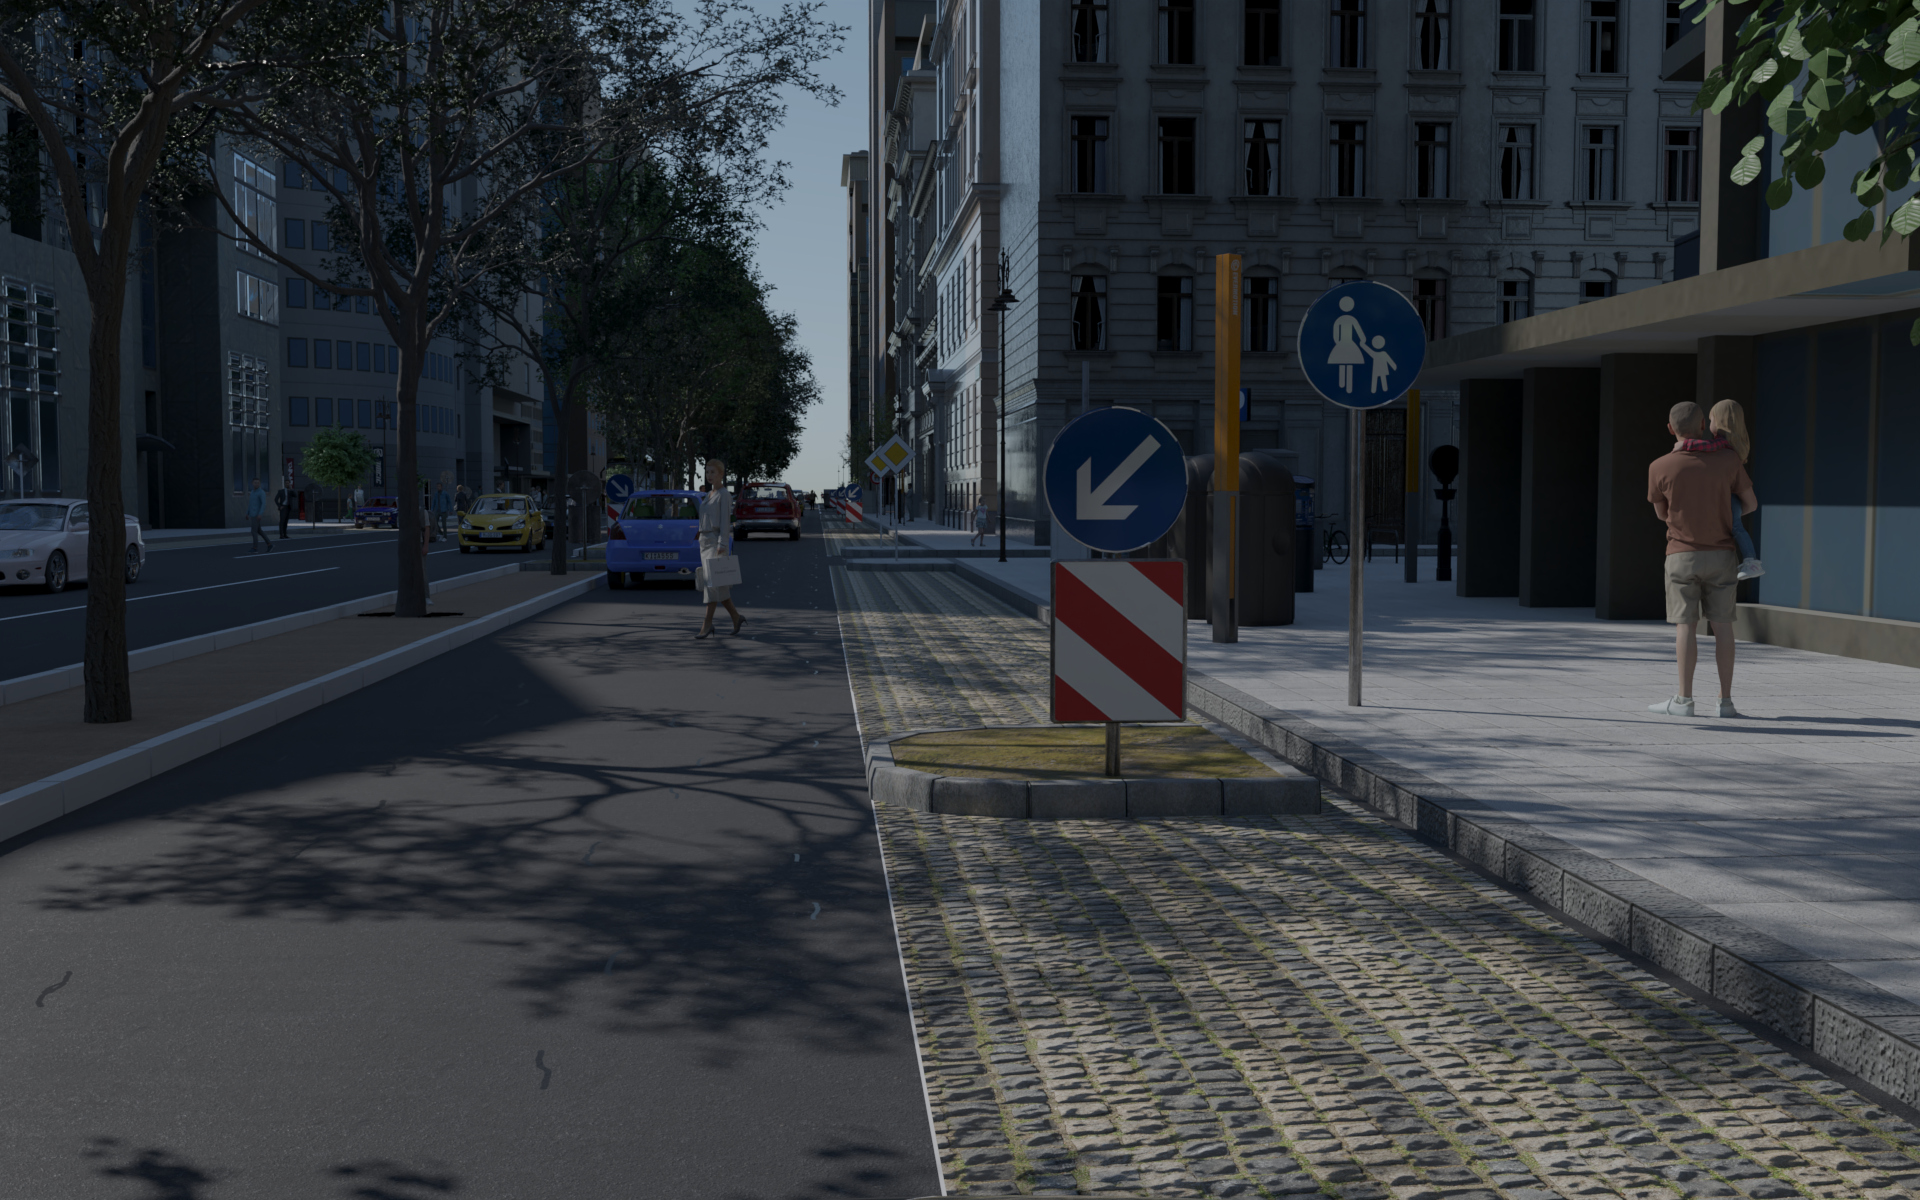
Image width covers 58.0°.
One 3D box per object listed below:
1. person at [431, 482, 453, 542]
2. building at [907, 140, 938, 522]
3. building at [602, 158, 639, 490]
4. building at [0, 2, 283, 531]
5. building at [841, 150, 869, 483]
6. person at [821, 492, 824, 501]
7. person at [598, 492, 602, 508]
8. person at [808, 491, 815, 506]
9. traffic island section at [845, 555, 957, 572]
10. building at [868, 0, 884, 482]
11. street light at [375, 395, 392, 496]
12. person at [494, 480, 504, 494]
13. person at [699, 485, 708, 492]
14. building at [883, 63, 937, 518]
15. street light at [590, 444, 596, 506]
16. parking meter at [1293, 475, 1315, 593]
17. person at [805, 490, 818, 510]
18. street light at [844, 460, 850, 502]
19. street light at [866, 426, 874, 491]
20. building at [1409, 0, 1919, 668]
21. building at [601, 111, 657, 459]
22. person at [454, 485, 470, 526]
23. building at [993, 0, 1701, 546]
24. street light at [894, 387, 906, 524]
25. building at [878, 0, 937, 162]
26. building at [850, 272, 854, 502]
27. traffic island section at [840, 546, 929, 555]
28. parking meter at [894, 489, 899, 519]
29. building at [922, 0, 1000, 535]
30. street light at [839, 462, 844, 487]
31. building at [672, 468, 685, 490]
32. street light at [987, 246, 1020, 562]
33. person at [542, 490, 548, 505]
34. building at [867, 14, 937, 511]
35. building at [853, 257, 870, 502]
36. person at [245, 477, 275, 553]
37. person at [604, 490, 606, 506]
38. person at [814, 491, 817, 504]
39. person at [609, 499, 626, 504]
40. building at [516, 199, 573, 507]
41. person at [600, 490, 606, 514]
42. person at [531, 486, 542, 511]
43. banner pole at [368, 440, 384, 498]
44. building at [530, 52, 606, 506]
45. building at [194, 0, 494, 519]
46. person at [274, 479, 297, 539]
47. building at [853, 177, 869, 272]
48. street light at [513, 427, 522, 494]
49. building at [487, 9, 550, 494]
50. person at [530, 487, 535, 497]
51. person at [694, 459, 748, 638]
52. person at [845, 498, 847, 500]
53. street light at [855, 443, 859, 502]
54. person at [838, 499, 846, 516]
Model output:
[{"bbox_3d":[-15.623,-2.653,52.228,0.601,1.785,0.444,1,4,17],"label":"person"},{"bbox_3d":[3.243,-13.409,83.867,10.561,19.102,19.286,0,4,-5],"label":"building"},{"bbox_3d":[-45.579,-31.847,204.292,14.154,41.232,14.086,0,4,-5],"label":"building"},{"bbox_3d":[-35.498,-45.217,51.965,22.319,86.520,31.000,0,4,-5],"label":"building"},{"bbox_3d":[-3.395,-41.147,261.986,28.713,52.752,27.495,0,4,-5],"label":"building"},{"bbox_3d":[-21.833,-16.279,275.115,0.683,1.767,0.568,0,4,1],"label":"person"},{"bbox_3d":[-34.067,-9.658,163.952,0.705,1.824,1.348,2,4,35],"label":"person"},{"bbox_3d":[-18.088,-12.374,210.911,1.348,1.812,0.705,3,5,44],"label":"person"},{"bbox_3d":[-1.174,-0.668,33.205,2.009,0.180,2.903,0,4,-5],"label":"traffic island section"},{"bbox_3d":[1.190,-38.840,177.032,21.231,58.520,28.212,0,4,-5],"label":"building"},{"bbox_3d":[-26.842,-6.608,80.828,0.468,5.910,1.993,0,4,-5],"label":"street light"},{"bbox_3d":[-14.266,-2.779,53.710,0.755,1.850,0.659,-1,4,-16],"label":"person"},{"bbox_3d":[-9.482,-3.362,63.829,0.532,1.782,0.716,2,4,25],"label":"person"},{"bbox_3d":[2.707,-19.425,104.988,14.401,28.519,23.554,0,4,-5],"label":"building"},{"bbox_3d":[-33.292,-11.286,157.316,0.468,5.910,1.993,0,4,-5],"label":"street light"},{"bbox_3d":[4.442,-0.870,22.628,0.372,1.533,0.369,0,3,0],"label":"parking meter"},{"bbox_3d":[-13.101,-8.866,153.473,1.348,1.823,0.705,-3,4,-37],"label":"person"},{"bbox_3d":[-12.307,-13.411,192.054,0.468,5.910,1.993,0,4,-5],"label":"street light"},{"bbox_3d":[-5.990,-8.744,115.757,0.468,5.910,1.993,0,4,-5],"label":"street light"},{"bbox_3d":[16.864,-21.658,8.728,22.147,44.769,28.867,0,4,-5],"label":"building"},{"bbox_3d":[-50.103,-36.568,221.594,21.300,48.544,21.600,0,4,-5],"label":"building"},{"bbox_3d":[-19.193,-3.538,66.762,0.534,1.772,0.576,1,4,22],"label":"person"},{"bbox_3d":[10.345,-12.137,47.589,18.267,20.994,9.793,0,4,-5],"label":"building"},{"bbox_3d":[-2.612,-6.246,74.904,0.468,5.910,1.993,0,4,-5],"label":"street light"},{"bbox_3d":[-0.137,-30.947,156.086,14.600,45.320,14.200,0,4,-5],"label":"building"},{"bbox_3d":[-7.373,-27.799,226.222,14.160,30.474,14.107,0,4,-5],"label":"building"},{"bbox_3d":[-1.834,-1.155,41.163,2.009,0.180,2.903,0,4,-5],"label":"traffic island section"},{"bbox_3d":[-3.166,-4.868,88.008,0.372,1.533,0.369,0,3,0],"label":"parking meter"},{"bbox_3d":[5.967,-17.013,64.067,13.634,28.700,20.117,0,4,-5],"label":"building"},{"bbox_3d":[-15.690,-15.929,233.227,0.468,5.910,1.993,0,4,-5],"label":"street light"},{"bbox_3d":[-49.612,-30.076,263.448,14.160,30.474,14.107,0,4,-5],"label":"building"},{"bbox_3d":[0.810,-3.656,32.570,0.468,5.910,1.993,0,4,-5],"label":"street light"},{"bbox_3d":[-26.313,-6.139,109.869,0.522,1.701,0.512,-1,4,-13],"label":"person"},{"bbox_3d":[8.870,-27.254,137.484,32.217,40.220,23.993,0,4,-5],"label":"building"},{"bbox_3d":[-5.462,-26.945,212.250,14.160,30.474,14.107,0,4,-5],"label":"building"},{"bbox_3d":[-16.977,-2.057,41.999,0.748,1.841,0.638,-3,4,-38],"label":"person"},{"bbox_3d":[-38.815,-11.196,189.766,0.551,1.740,0.621,-3,5,-45],"label":"person"},{"bbox_3d":[-20.238,-14.196,240.622,0.705,1.821,1.348,3,5,39],"label":"person"},{"bbox_3d":[-10.589,-2.740,53.474,0.661,1.801,0.590,-3,4,-36],"label":"person"},{"bbox_3d":[-50.176,-28.124,151.704,32.217,40.220,23.993,0,4,-5],"label":"building"},{"bbox_3d":[-26.014,-7.198,126.703,0.721,1.766,1.217,1,4,22],"label":"person"},{"bbox_3d":[-21.577,-4.870,88.220,0.850,1.850,0.679,2,4,26],"label":"person"},{"bbox_3d":[-26.870,-5.477,79.570,0.863,3.779,0.401,-1,4,-14],"label":"banner pole"},{"bbox_3d":[-43.223,-31.901,171.691,14.600,45.320,14.200,0,4,-5],"label":"building"},{"bbox_3d":[-40.091,-34.004,97.961,21.231,58.520,28.212,0,4,-5],"label":"building"},{"bbox_3d":[-21.447,-2.893,55.167,0.474,1.900,0.648,2,4,27],"label":"person"},{"bbox_3d":[-7.781,-36.136,240.940,14.600,45.320,14.200,0,4,-5],"label":"building"},{"bbox_3d":[-29.761,-8.788,116.475,0.468,5.910,1.993,0,4,-5],"label":"street light"},{"bbox_3d":[-45.782,-32.818,125.807,28.713,52.752,27.495,0,4,-5],"label":"building"},{"bbox_3d":[-23.737,-5.382,96.673,0.590,1.801,0.661,-1,4,-13],"label":"person"},{"bbox_3d":[-2.396,-0.519,17.335,0.624,1.780,0.694,-1,4,-21],"label":"person"},{"bbox_3d":[-16.192,-14.564,244.878,0.721,1.736,1.217,-3,5,-41],"label":"person"},{"bbox_3d":[-8.932,-10.912,151.200,0.468,5.910,1.993,0,4,-5],"label":"street light"},{"bbox_3d":[-7.687,-6.393,113.246,0.641,1.798,0.478,1,4,21],"label":"person"}]
